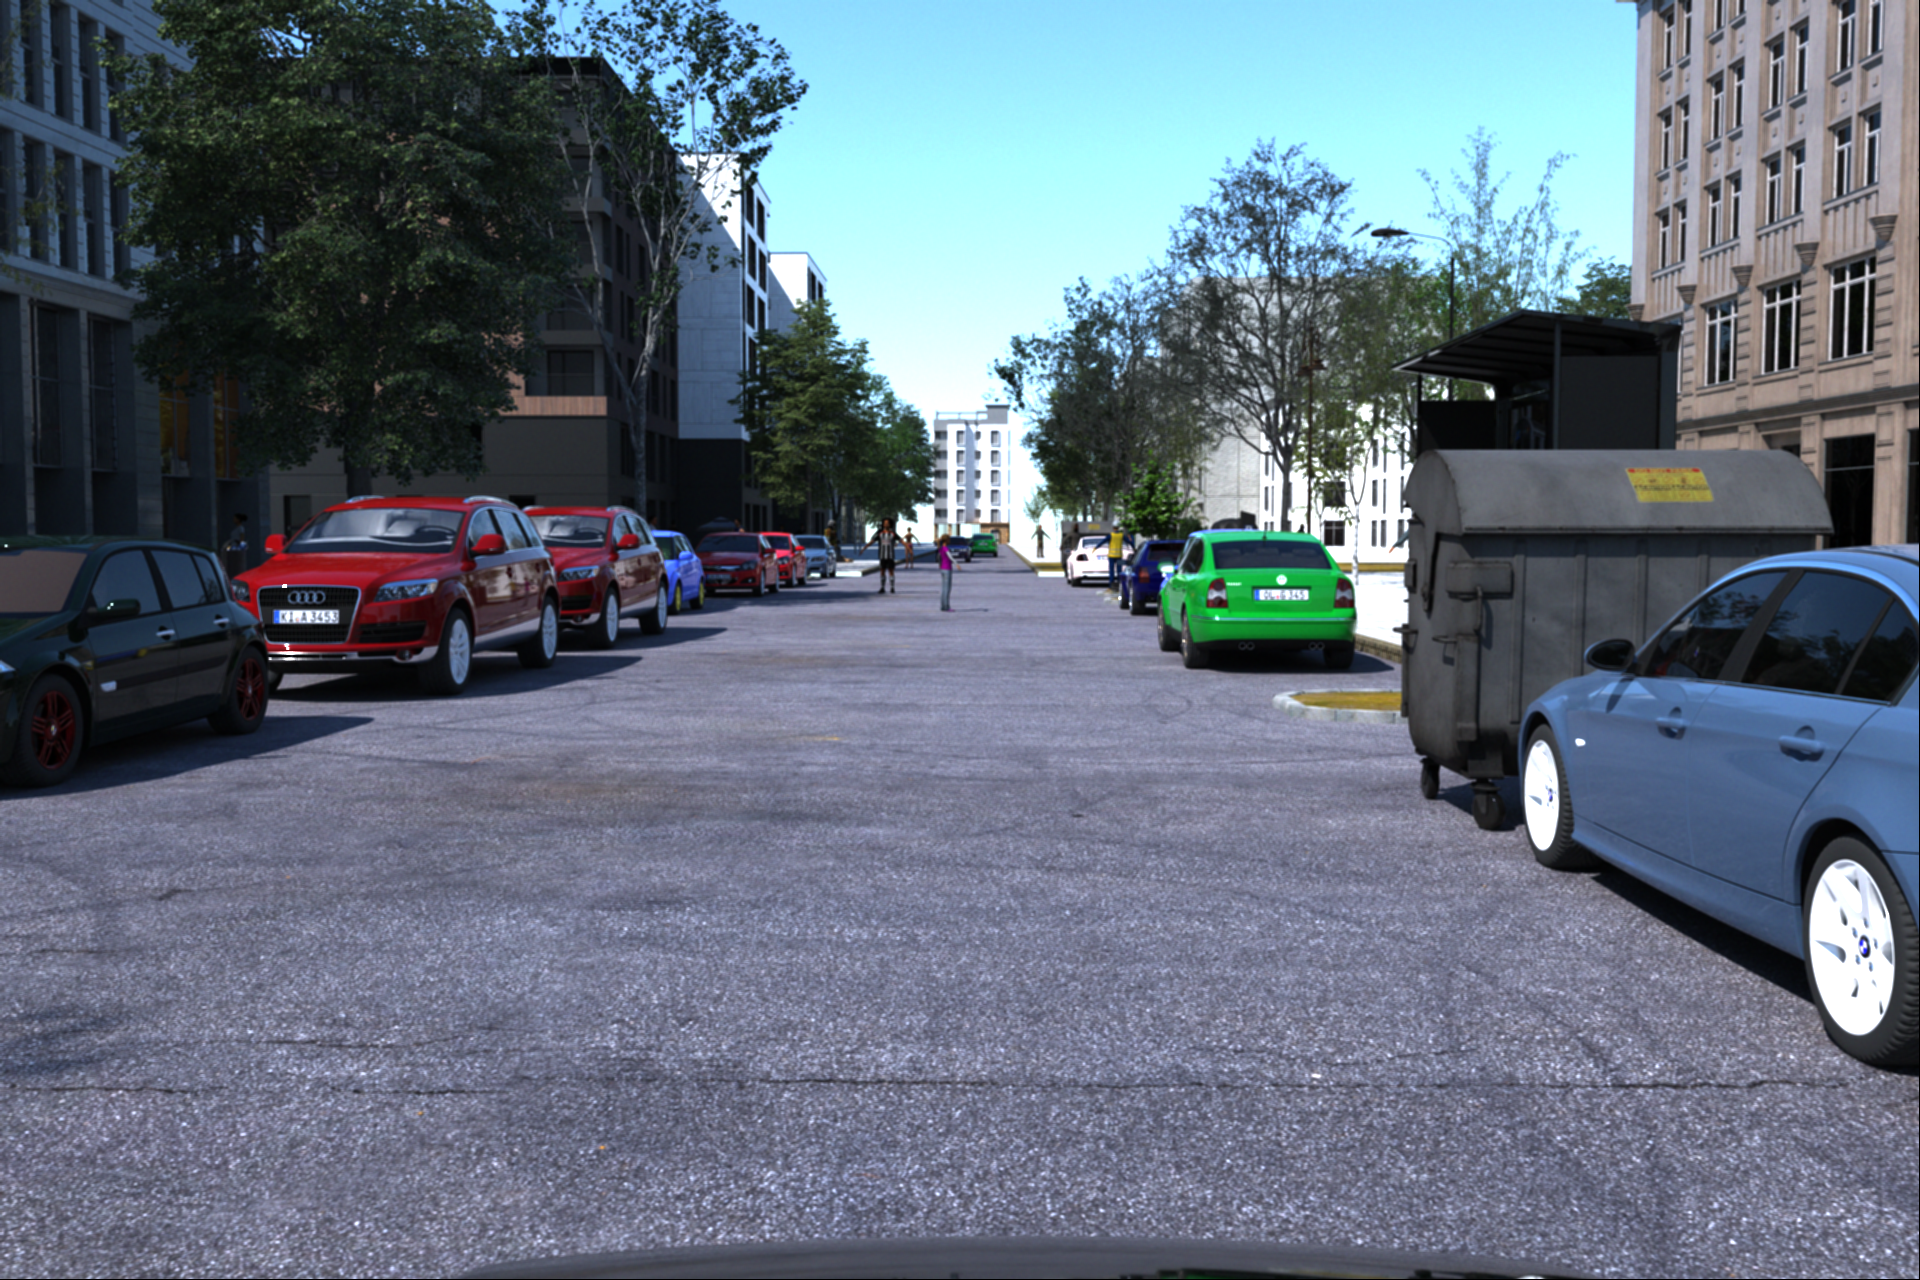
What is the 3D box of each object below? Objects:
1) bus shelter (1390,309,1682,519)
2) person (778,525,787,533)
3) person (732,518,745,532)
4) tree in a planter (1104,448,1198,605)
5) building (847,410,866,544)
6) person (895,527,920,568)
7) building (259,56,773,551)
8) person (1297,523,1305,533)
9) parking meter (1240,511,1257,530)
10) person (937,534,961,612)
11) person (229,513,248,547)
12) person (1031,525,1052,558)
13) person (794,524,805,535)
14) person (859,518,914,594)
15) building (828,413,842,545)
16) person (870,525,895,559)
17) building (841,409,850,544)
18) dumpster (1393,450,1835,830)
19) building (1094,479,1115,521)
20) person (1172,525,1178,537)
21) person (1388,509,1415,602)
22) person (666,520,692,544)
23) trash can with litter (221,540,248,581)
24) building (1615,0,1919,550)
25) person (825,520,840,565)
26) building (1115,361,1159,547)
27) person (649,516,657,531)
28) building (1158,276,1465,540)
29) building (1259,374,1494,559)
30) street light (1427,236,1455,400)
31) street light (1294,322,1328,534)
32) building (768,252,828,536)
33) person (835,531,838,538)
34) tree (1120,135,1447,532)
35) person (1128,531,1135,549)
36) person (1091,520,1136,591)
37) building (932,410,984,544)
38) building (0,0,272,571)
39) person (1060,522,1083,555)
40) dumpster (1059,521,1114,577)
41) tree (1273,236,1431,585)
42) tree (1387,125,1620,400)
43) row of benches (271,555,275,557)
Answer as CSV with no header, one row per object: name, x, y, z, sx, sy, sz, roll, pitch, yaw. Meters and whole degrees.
bus shelter,6.795,-1.829,21.191,1.731,3.624,6.357,0,4,1
person,-8.975,-4.908,86.963,1.216,1.740,0.721,1,4,16
person,-7.548,-3.212,58.692,1.345,1.807,0.704,3,5,44
tree in a planter,4.016,-2.374,36.034,1.991,3.239,1.994,0,4,2
building,-22.636,-24.453,230.735,19.493,23.208,18.063,0,4,2
person,-2.190,-3.903,73.072,1.217,1.733,0.721,-2,4,-35
building,-25.672,-15.101,90.877,27.936,21.610,32.646,0,4,0
person,17.925,-5.193,90.688,0.705,1.856,1.354,3,5,39
parking meter,7.327,-2.342,44.009,0.399,1.863,0.255,0,4,1
person,-0.201,-1.244,32.071,0.599,1.433,0.991,-1,4,-22
person,-16.042,-1.928,38.290,0.721,1.739,1.217,-2,4,-33
person,4.383,-5.377,94.188,1.348,1.796,0.705,-2,4,-31
person,-8.456,-5.314,92.812,1.347,1.837,0.705,-1,4,-9
person,-1.763,-2.033,41.836,1.345,1.843,0.704,1,4,10
building,-22.069,-19.338,182.638,16.747,18.905,31.486,0,4,1
person,-4.064,-5.144,90.326,1.346,1.802,0.704,1,4,15
building,-23.684,-23.223,210.628,19.493,23.208,18.063,0,4,0
dumpster,3.254,-0.038,8.838,1.865,1.857,1.264,0,4,0
building,26.277,-23.275,211.476,19.493,23.208,18.063,0,4,1
person,9.560,-4.325,76.898,1.347,1.806,0.705,2,4,24
person,8.587,-1.632,32.518,1.345,1.849,0.704,-2,4,-33
person,-10.904,-3.659,65.955,1.346,1.812,0.704,0,4,6
trash can with litter,-9.176,-0.704,22.571,1.678,1.210,2.233,0,4,2
building,28.279,-14.552,49.954,10.469,25.551,25.511,0,4,1
person,-5.184,-3.949,70.330,0.705,1.858,1.354,1,4,14
building,25.673,-19.289,181.839,16.747,18.905,31.486,0,4,1
person,-8.750,-2.651,49.505,0.704,1.810,1.344,1,4,9
building,24.524,-15.976,127.668,16.747,18.905,31.486,0,4,1
building,23.637,-9.543,98.174,9.099,9.664,28.070,0,4,1
street light,8.017,-3.295,26.418,1.470,5.913,1.316,0,4,1
street light,7.669,-3.986,37.963,0.468,5.910,1.993,0,4,1
building,-25.040,-17.129,124.027,27.936,21.610,32.646,0,4,1
person,-6.830,-5.252,91.840,0.705,1.833,1.349,2,4,30
tree,10.023,-8.741,53.287,12.009,13.543,11.850,0,3,0
person,8.592,-4.951,87.067,0.704,1.817,1.347,1,4,12
person,3.876,-2.107,43.374,1.216,1.772,0.721,-1,4,-13
building,-3.777,-24.358,257.126,11.380,20.090,16.016,1,4,11
building,-29.136,-16.260,43.345,11.434,29.767,29.804,0,4,2
person,3.670,-2.848,55.144,1.348,1.813,0.705,-3,4,-36
dumpster,4.236,-3.000,57.264,1.865,1.857,1.264,0,4,1
tree,9.838,-5.656,42.831,4.360,8.622,3.978,0,3,0
tree,10.053,-4.977,31.734,4.360,8.622,3.978,0,3,0
row of benches,-27.216,-3.008,64.650,4.104,0.672,1.422,0,4,-8
